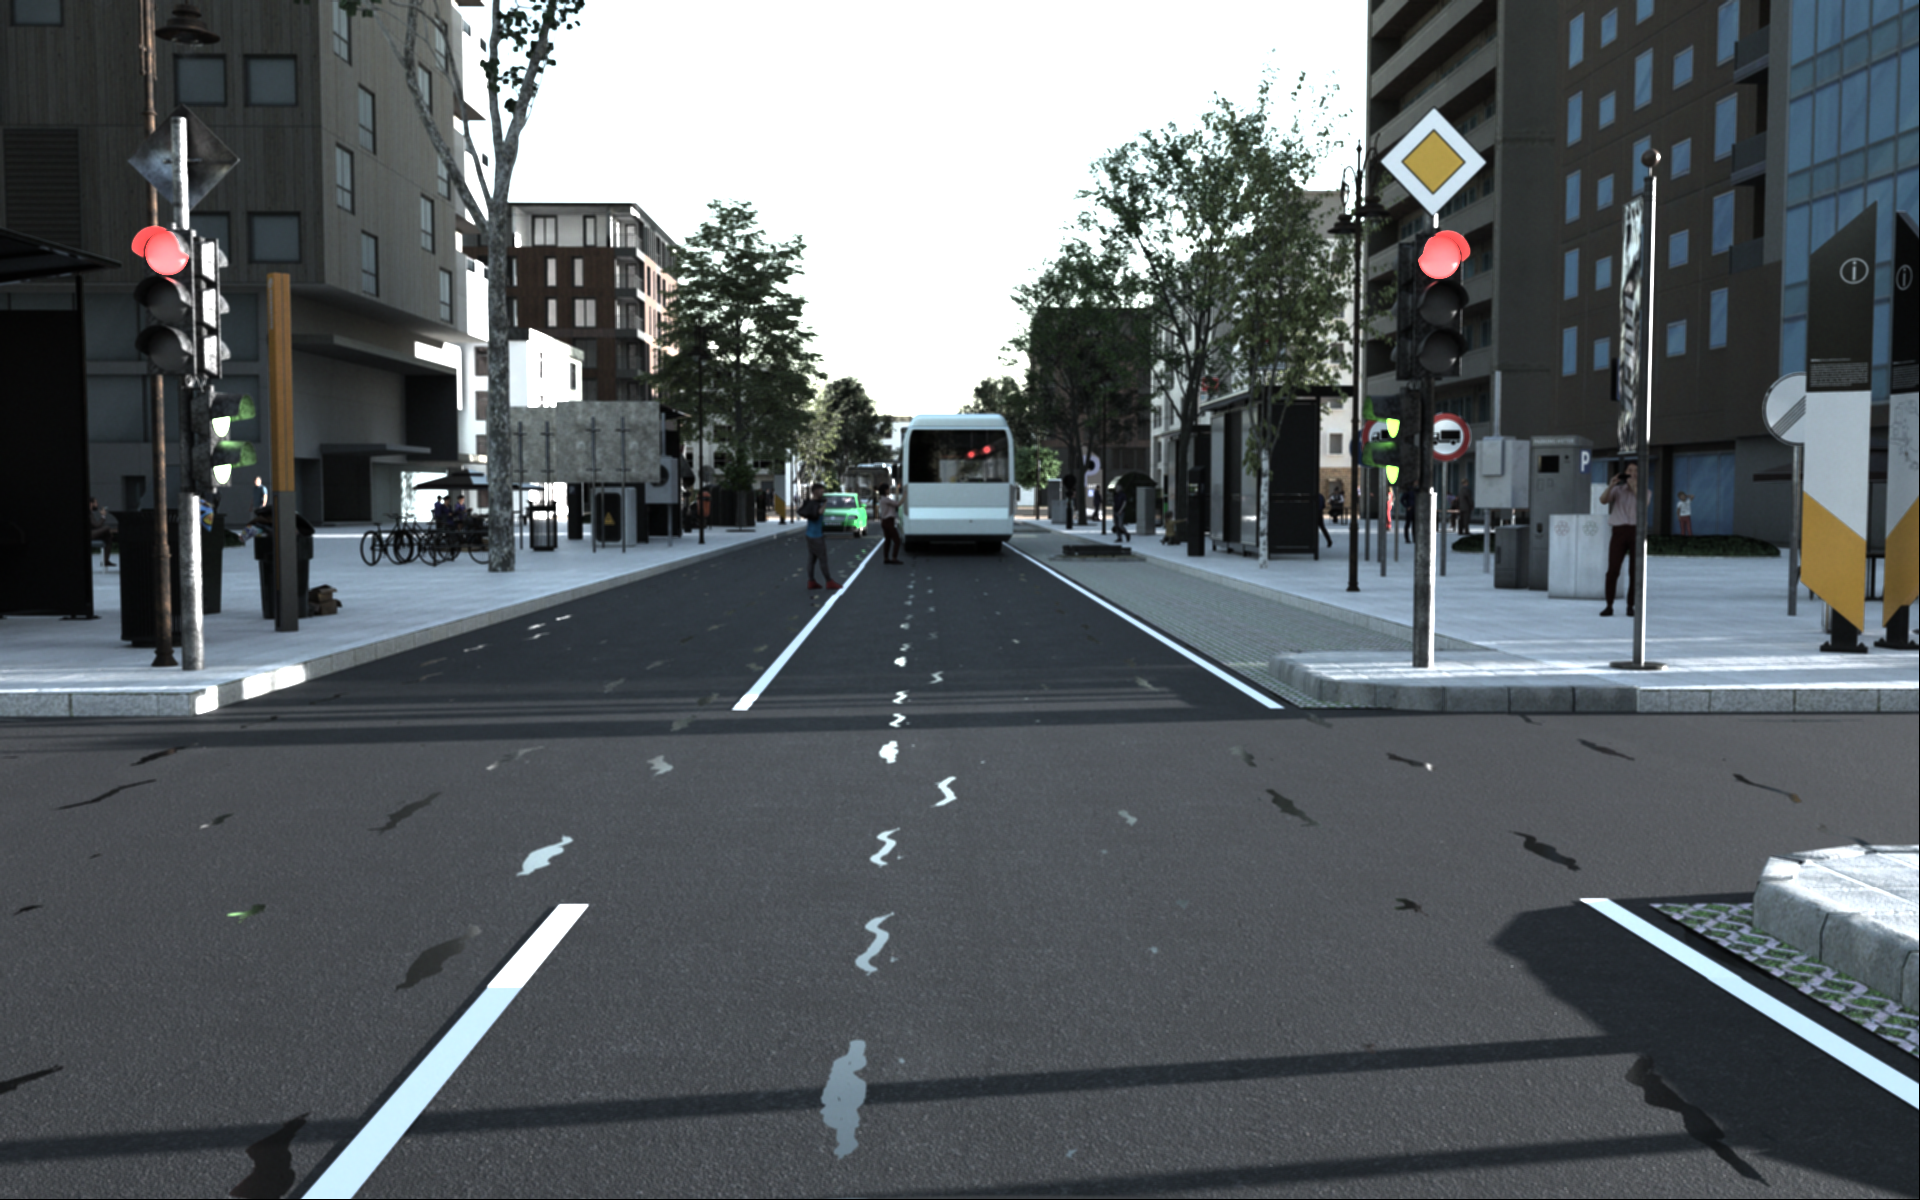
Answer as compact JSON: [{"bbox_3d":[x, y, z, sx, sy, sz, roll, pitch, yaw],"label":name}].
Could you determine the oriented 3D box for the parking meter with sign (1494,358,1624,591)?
[{"bbox_3d":[7.966,-1.633,22.962,0.543,3.016,1.738,-3,5,-44],"label":"parking meter with sign"}]

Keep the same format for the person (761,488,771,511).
[{"bbox_3d":[-14.398,-7.458,128.777,0.445,1.727,0.742,3,5,39],"label":"person"}]

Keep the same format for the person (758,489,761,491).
[{"bbox_3d":[-16.808,-8.544,146.449,1.217,1.743,0.721,3,5,41],"label":"person"}]

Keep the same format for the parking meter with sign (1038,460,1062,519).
[{"bbox_3d":[4.828,-5.621,88.168,1.738,3.016,0.543,0,4,4],"label":"parking meter with sign"}]

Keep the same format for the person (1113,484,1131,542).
[{"bbox_3d":[4.312,-2.311,46.036,0.471,1.553,0.569,0,4,1],"label":"person"}]

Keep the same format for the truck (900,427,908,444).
[{"bbox_3d":[-1.223,-5.457,78.140,2.839,4.237,11.283,0,4,0],"label":"truck"}]

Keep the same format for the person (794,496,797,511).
[{"bbox_3d":[-12.485,-7.581,133.175,0.628,1.438,0.799,0,4,-5],"label":"person"}]

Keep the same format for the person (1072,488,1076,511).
[{"bbox_3d":[8.522,-7.563,130.399,1.217,1.736,0.721,-3,5,-41],"label":"person"}]

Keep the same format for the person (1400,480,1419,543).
[{"bbox_3d":[11.851,-2.353,45.213,0.576,1.737,0.504,-3,4,-36],"label":"person"}]

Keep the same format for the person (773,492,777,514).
[{"bbox_3d":[-11.704,-6.365,110.779,0.551,1.740,0.621,-2,4,-24],"label":"person"}]

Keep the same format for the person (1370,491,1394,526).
[{"bbox_3d":[15.152,-3.406,62.256,0.750,1.759,0.617,-1,4,-19],"label":"person"}]

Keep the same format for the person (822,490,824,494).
[{"bbox_3d":[-8.627,-6.143,107.291,0.445,1.727,0.742,0,4,-4],"label":"person"}]

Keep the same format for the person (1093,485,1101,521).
[{"bbox_3d":[6.455,-4.568,81.651,0.530,1.710,0.541,2,4,26],"label":"person"}]

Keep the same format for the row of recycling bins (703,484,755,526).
[{"bbox_3d":[-9.408,-3.839,69.884,1.069,1.692,3.534,-3,4,-37],"label":"row of recycling bins"}]

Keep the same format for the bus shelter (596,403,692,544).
[{"bbox_3d":[-8.672,-3.466,47.960,1.731,3.624,6.357,0,4,-1],"label":"bus shelter"}]

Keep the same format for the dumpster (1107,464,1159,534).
[{"bbox_3d":[5.622,-3.292,56.317,1.502,2.255,1.985,0,4,-1],"label":"dumpster"}]

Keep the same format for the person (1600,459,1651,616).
[{"bbox_3d":[6.990,-0.651,18.154,0.566,1.644,0.517,-1,4,-23],"label":"person"}]

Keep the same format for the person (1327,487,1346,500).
[{"bbox_3d":[23.305,-6.139,107.134,1.217,1.735,0.721,0,4,-2],"label":"person"}]

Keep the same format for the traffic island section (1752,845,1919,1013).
[{"bbox_3d":[3.631,1.065,4.871,2.009,0.180,2.903,0,4,-1],"label":"traffic island section"}]

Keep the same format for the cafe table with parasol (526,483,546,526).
[{"bbox_3d":[-18.283,-4.030,70.754,2.610,1.966,2.610,0,4,-7],"label":"cafe table with parasol"}]

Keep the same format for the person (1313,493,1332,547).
[{"bbox_3d":[8.659,-2.029,41.914,0.574,1.496,0.600,0,4,-7],"label":"person"}]

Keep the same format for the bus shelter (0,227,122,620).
[{"bbox_3d":[-9.298,-1.426,14.597,1.731,3.624,6.357,0,4,-1],"label":"bus shelter"}]

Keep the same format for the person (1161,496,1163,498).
[{"bbox_3d":[14.696,-7.111,123.025,1.217,1.743,0.721,-2,4,-35],"label":"person"}]

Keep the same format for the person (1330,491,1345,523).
[{"bbox_3d":[16.662,-4.107,76.433,0.697,1.427,0.421,-2,4,-25],"label":"person"}]

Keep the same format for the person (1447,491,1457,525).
[{"bbox_3d":[20.215,-3.785,71.156,0.697,1.427,0.421,3,5,44],"label":"person"}]

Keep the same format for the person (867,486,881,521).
[{"bbox_3d":[-4.526,-5.160,92.489,0.705,1.869,1.348,2,4,30],"label":"person"}]

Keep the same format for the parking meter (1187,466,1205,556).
[{"bbox_3d":[4.886,-1.841,35.808,0.255,1.863,0.399,2,4,29],"label":"parking meter"}]

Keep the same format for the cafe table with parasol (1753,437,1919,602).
[{"bbox_3d":[11.028,-0.986,20.985,2.610,1.966,2.610,-3,5,-43],"label":"cafe table with parasol"}]

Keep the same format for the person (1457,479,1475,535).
[{"bbox_3d":[15.788,-2.902,54.036,0.434,1.755,0.990,-1,4,-11],"label":"person"}]

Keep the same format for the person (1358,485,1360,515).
[{"bbox_3d":[23.830,-5.989,103.825,0.709,1.838,0.599,0,4,7],"label":"person"}]

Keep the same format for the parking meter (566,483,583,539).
[{"bbox_3d":[-10.914,-2.651,49.051,0.399,1.863,0.255,2,4,28],"label":"parking meter"}]

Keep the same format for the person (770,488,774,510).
[{"bbox_3d":[-14.678,-7.862,135.412,0.721,1.723,1.217,2,4,29],"label":"person"}]

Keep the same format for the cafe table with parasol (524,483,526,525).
[{"bbox_3d":[-15.731,-3.174,56.760,2.610,1.966,2.610,-1,4,-17],"label":"cafe table with parasol"}]

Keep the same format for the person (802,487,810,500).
[{"bbox_3d":[-12.091,-8.104,138.552,1.348,1.823,0.705,-1,4,-14],"label":"person"}]

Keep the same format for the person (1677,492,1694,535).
[{"bbox_3d":[18.662,-2.114,44.510,0.435,1.345,0.340,1,4,21],"label":"person"}]

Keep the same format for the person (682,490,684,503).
[{"bbox_3d":[-16.088,-5.716,99.529,0.705,1.821,1.348,-2,4,-32],"label":"person"}]

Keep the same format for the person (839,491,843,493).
[{"bbox_3d":[-9.769,-8.246,140.824,0.705,1.831,1.348,3,4,36],"label":"person"}]

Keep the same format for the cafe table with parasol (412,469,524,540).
[{"bbox_3d":[-13.305,-2.568,46.857,2.610,1.966,2.610,-1,4,-11],"label":"cafe table with parasol"}]

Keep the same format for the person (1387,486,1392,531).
[{"bbox_3d":[14.848,-3.217,60.344,0.444,1.614,0.593,3,4,36],"label":"person"}]

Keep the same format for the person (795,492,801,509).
[{"bbox_3d":[-10.644,-6.391,113.765,0.421,1.427,0.697,-1,4,-15],"label":"person"}]

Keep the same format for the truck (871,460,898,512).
[{"bbox_3d":[-6.155,-9.578,145.513,2.839,4.237,11.283,0,4,0],"label":"truck"}]

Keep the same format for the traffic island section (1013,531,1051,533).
[{"bbox_3d":[2.342,-2.555,64.638,1.991,0.108,1.994,0,4,-1],"label":"traffic island section"}]

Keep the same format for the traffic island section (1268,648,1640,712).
[{"bbox_3d":[3.457,0.577,12.854,2.009,0.180,2.903,0,4,-1],"label":"traffic island section"}]

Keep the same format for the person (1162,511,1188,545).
[{"bbox_3d":[5.414,-1.826,43.815,0.695,0.859,0.347,-3,5,-39],"label":"person"}]
